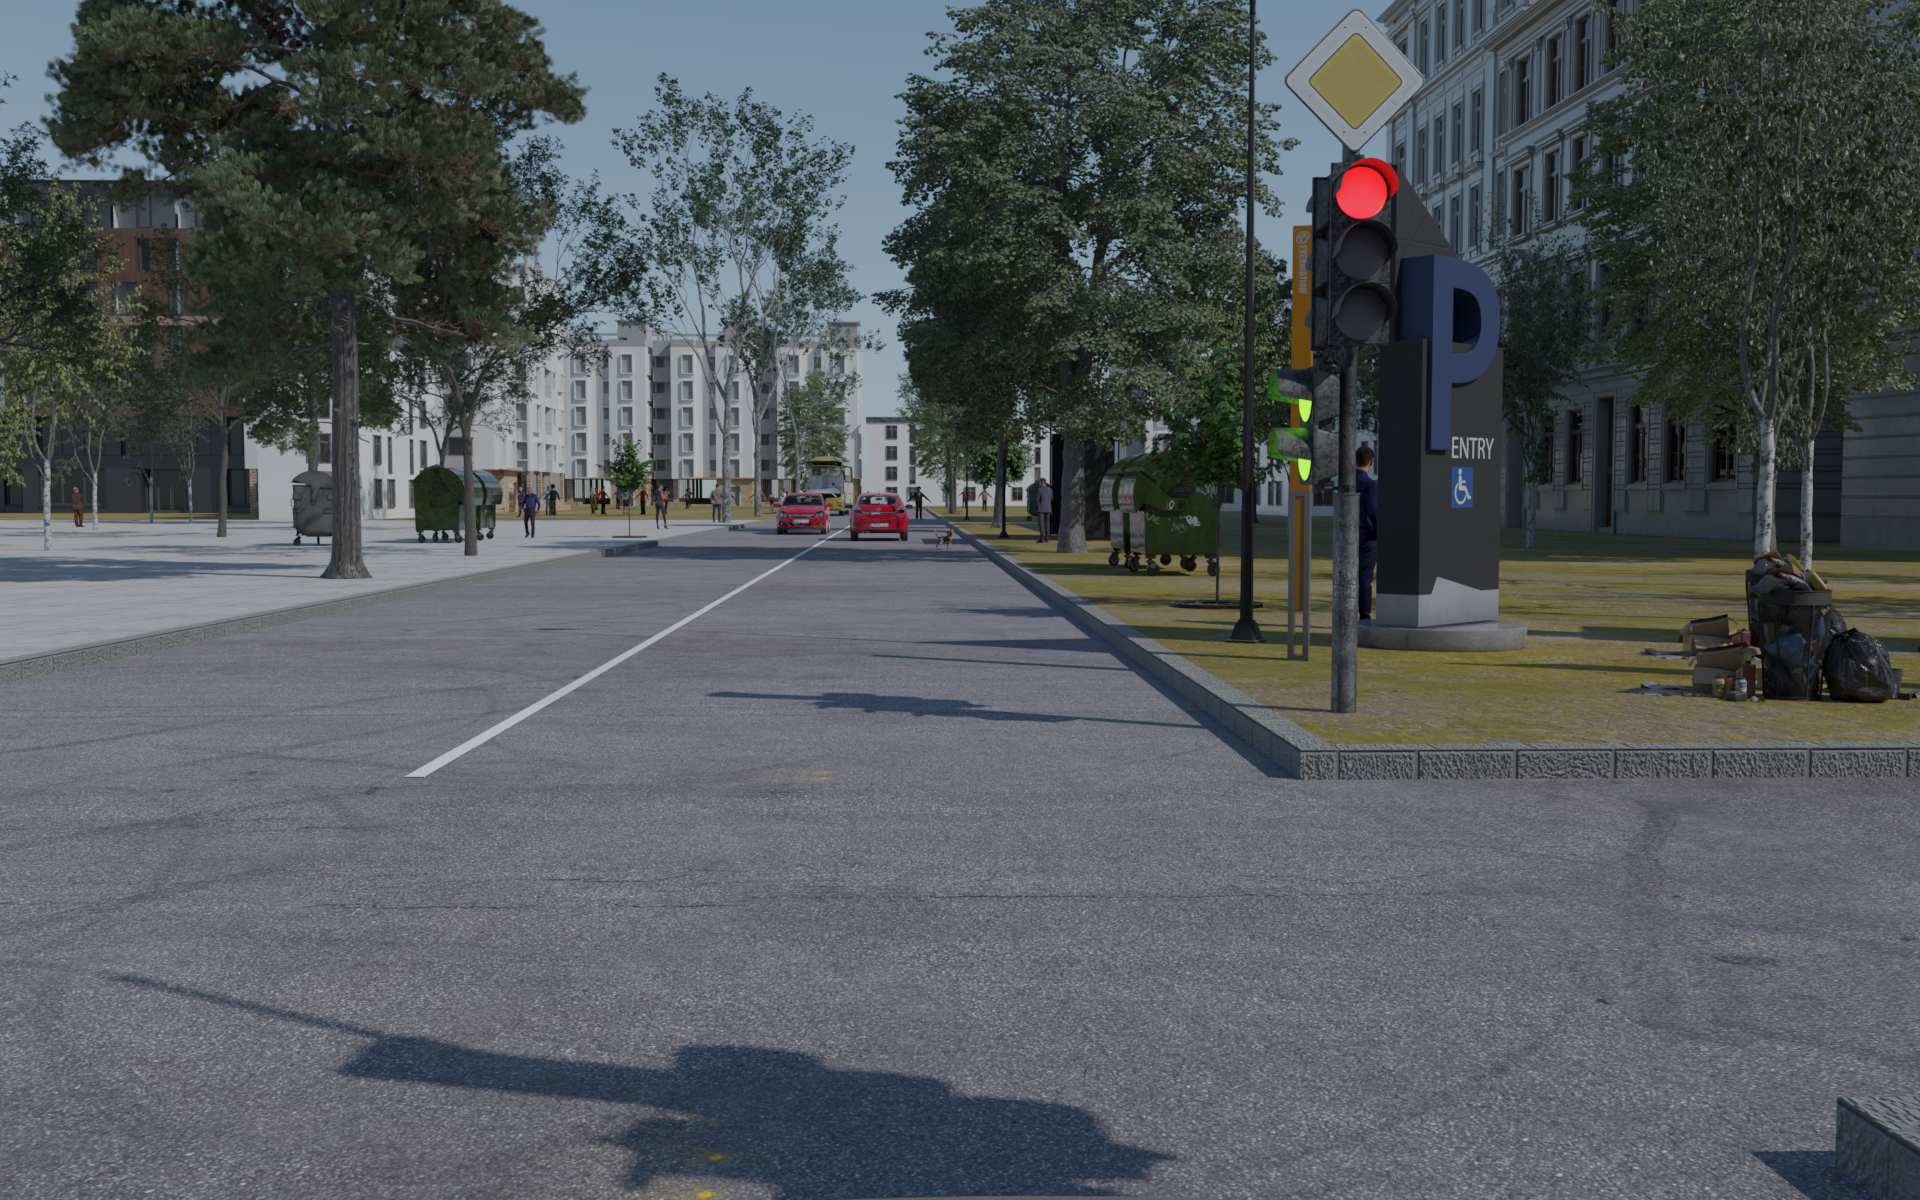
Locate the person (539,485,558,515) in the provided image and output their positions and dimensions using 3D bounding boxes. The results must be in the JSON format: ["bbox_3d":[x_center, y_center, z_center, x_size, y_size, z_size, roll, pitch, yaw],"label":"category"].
[{"bbox_3d":[-24.666,-5.978,103.864,1.350,1.814,0.705,-3,4,-38],"label":"person"}]

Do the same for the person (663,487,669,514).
[{"bbox_3d":[-18.570,-6.308,109.868,0.721,1.739,1.217,0,4,-2],"label":"person"}]

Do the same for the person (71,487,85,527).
[{"bbox_3d":[-34.337,-3.613,67.380,0.482,1.546,0.388,0,4,1],"label":"person"}]

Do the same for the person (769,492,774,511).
[{"bbox_3d":[-14.087,-7.358,129.586,0.421,1.427,0.697,0,4,-7],"label":"person"}]

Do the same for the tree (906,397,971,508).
[{"bbox_3d":[-1.304,-14.693,158.355,7.486,12.596,7.792,0,3,0],"label":"tree"}]

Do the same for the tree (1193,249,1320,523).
[{"bbox_3d":[12.910,-9.448,76.532,6.751,12.117,7.091,0,3,0],"label":"tree"}]

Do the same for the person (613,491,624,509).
[{"bbox_3d":[-29.655,-8.819,150.220,1.348,1.826,0.705,2,4,30],"label":"person"}]

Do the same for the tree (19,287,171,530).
[{"bbox_3d":[-30.939,-6.802,61.577,4.360,8.622,3.978,0,3,0],"label":"tree"}]

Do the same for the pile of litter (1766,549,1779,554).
[{"bbox_3d":[6.282,0.012,13.764,1.719,0.858,1.176,0,4,7],"label":"pile of litter"}]

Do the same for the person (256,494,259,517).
[{"bbox_3d":[-39.747,-5.600,98.530,0.530,1.710,0.541,-2,4,-28],"label":"person"}]

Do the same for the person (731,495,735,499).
[{"bbox_3d":[-15.793,-6.810,117.020,1.348,1.869,0.705,2,4,29],"label":"person"}]

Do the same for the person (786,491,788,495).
[{"bbox_3d":[-16.665,-9.625,166.555,1.217,1.739,0.721,-1,4,-18],"label":"person"}]

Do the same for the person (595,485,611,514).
[{"bbox_3d":[-22.484,-6.320,109.306,1.348,1.831,0.705,3,5,44],"label":"person"}]

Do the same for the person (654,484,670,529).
[{"bbox_3d":[-10.939,-3.428,63.562,0.593,1.643,0.415,-1,4,-11],"label":"person"}]

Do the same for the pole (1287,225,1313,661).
[{"bbox_3d":[2.617,-1.189,13.286,0.158,3.312,0.155,0,3,0],"label":"pole"}]

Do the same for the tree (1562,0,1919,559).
[{"bbox_3d":[15.144,-6.989,32.402,7.486,12.596,7.792,0,3,0],"label":"tree"}]

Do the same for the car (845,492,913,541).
[{"bbox_3d":[-2.538,-2.771,54.354,2.155,1.783,4.494,0,4,-3],"label":"car"}]

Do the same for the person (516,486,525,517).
[{"bbox_3d":[-24.226,-5.422,95.612,0.530,1.710,0.541,-3,4,-36],"label":"person"}]

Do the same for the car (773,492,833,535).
[{"bbox_3d":[-5.643,-3.274,62.563,2.155,1.783,4.494,0,4,-2],"label":"car"}]

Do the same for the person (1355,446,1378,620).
[{"bbox_3d":[3.861,-0.596,16.494,0.504,1.737,0.576,-3,4,-39],"label":"person"}]

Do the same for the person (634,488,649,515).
[{"bbox_3d":[-19.460,-6.122,106.071,0.705,1.831,1.348,2,4,28],"label":"person"}]

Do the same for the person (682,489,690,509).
[{"bbox_3d":[-23.872,-8.819,150.924,0.721,1.739,1.217,2,4,28],"label":"person"}]

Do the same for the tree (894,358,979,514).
[{"bbox_3d":[-0.273,-12.015,122.198,9.928,11.665,9.643,0,3,0],"label":"tree"}]

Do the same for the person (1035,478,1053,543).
[{"bbox_3d":[2.202,-2.355,45.464,0.541,1.710,0.530,-1,4,-21],"label":"person"}]

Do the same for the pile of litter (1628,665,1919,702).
[{"bbox_3d":[5.227,0.175,11.101,1.719,0.858,1.176,2,4,25],"label":"pile of litter"}]

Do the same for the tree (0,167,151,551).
[{"bbox_3d":[-20.740,-5.442,39.337,4.737,8.622,4.395,0,3,0],"label":"tree"}]

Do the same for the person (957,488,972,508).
[{"bbox_3d":[0.396,-9.213,156.613,1.348,1.831,0.705,-1,4,-14],"label":"person"}]

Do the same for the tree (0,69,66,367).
[{"bbox_3d":[-19.283,-5.995,32.425,7.601,10.594,8.767,0,4,2],"label":"tree"}]

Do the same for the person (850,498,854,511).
[{"bbox_3d":[-9.374,-8.427,149.519,0.421,1.427,0.697,1,4,10],"label":"person"}]

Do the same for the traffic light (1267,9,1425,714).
[{"bbox_3d":[2.238,-1.274,10.073,0.839,4.213,0.868,0,4,-2],"label":"traffic light"}]

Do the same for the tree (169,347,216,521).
[{"bbox_3d":[-36.246,-7.738,76.886,4.360,8.622,3.978,0,3,0],"label":"tree"}]

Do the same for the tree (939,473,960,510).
[{"bbox_3d":[-0.870,-9.095,143.302,1.663,3.219,1.824,0,3,0],"label":"tree"}]

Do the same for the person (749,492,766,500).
[{"bbox_3d":[-11.861,-5.794,101.457,1.217,1.739,0.721,2,4,29],"label":"person"}]

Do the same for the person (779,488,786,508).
[{"bbox_3d":[-12.725,-7.219,124.743,0.621,1.740,0.551,0,4,3],"label":"person"}]

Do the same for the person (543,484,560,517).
[{"bbox_3d":[-23.303,-5.711,99.052,0.705,1.869,1.348,2,4,29],"label":"person"}]

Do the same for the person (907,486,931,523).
[{"bbox_3d":[-2.228,-5.251,93.987,1.348,1.869,0.705,0,4,-6],"label":"person"}]

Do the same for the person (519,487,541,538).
[{"bbox_3d":[-12.706,-2.578,50.880,0.574,1.496,0.600,2,4,34],"label":"person"}]

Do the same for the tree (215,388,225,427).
[{"bbox_3d":[-36.702,-8.038,81.787,4.360,8.622,3.978,0,3,0],"label":"tree"}]

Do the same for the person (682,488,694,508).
[{"bbox_3d":[-24.823,-9.341,158.405,1.348,1.869,0.705,2,4,25],"label":"person"}]

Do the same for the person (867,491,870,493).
[{"bbox_3d":[-6.602,-7.111,126.238,0.593,1.643,0.415,-1,4,-13],"label":"person"}]

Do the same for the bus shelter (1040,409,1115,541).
[{"bbox_3d":[3.360,-3.610,50.314,1.731,3.624,6.357,0,4,-2],"label":"bus shelter"}]
